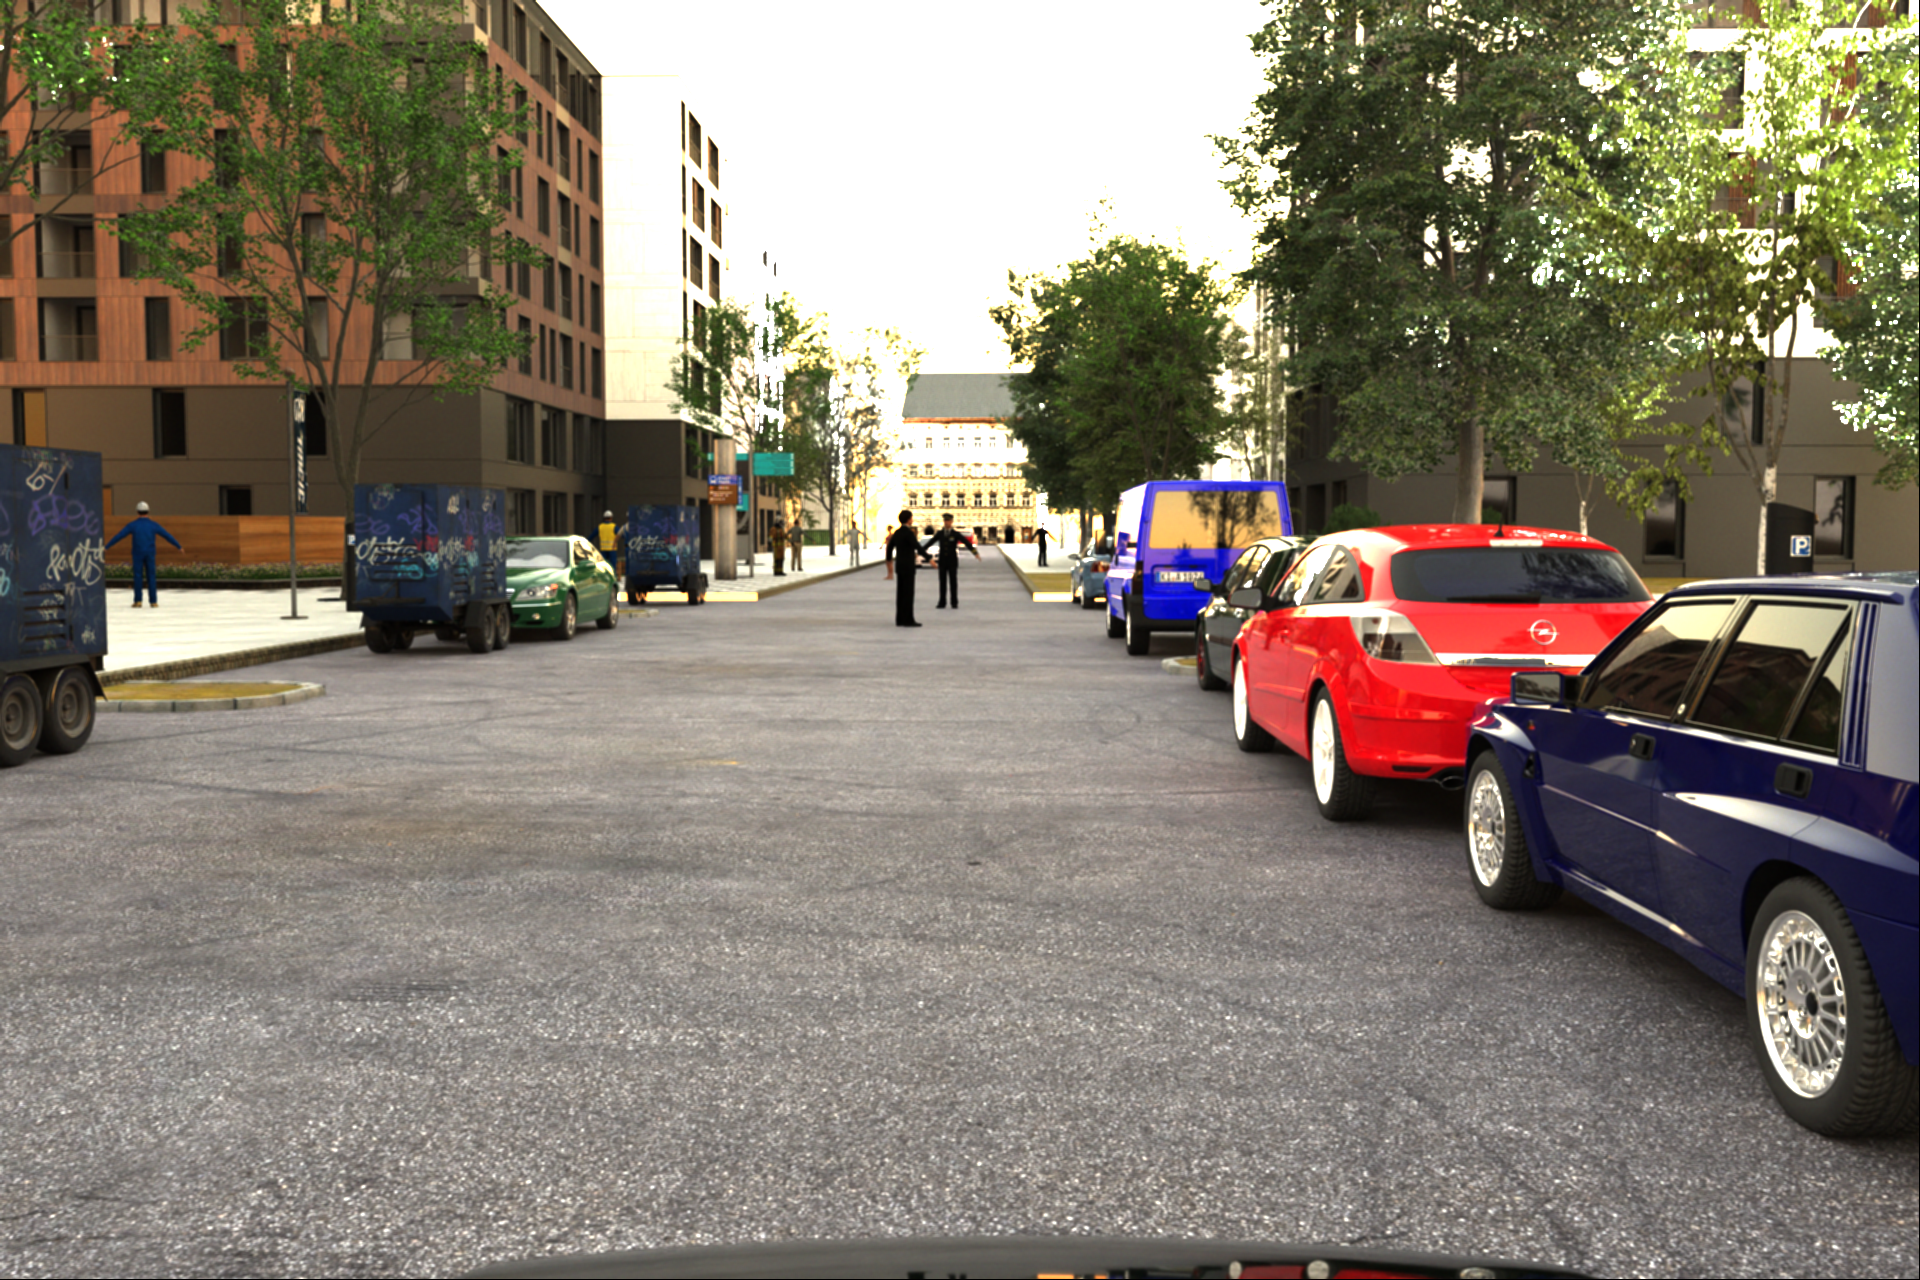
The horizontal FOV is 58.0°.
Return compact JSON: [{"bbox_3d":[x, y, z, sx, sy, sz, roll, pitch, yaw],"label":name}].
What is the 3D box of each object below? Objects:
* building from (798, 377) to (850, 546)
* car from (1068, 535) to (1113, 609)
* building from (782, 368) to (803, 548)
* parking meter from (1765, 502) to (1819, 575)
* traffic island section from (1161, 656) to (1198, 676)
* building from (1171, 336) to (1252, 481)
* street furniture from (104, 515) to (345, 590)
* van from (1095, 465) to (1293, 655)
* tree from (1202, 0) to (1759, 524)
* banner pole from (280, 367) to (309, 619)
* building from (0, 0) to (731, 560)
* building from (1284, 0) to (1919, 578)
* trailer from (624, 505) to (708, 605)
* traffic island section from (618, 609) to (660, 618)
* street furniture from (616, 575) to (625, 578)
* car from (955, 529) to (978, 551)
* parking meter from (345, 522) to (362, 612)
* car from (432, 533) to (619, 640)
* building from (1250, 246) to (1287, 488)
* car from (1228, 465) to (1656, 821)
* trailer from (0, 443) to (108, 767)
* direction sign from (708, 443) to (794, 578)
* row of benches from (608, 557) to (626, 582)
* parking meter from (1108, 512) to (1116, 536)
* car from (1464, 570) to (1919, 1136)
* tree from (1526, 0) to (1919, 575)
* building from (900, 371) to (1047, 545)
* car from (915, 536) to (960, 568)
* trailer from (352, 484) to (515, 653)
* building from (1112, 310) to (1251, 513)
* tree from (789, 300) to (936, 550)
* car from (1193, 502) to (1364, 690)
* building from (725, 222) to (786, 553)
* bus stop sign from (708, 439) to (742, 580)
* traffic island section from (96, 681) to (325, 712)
[{"bbox_3d":[-22.431,-20.684,204.641,16.747,18.905,31.486,0,3,0],"label":"building"},{"bbox_3d":[3.194,-1.374,34.471,2.014,1.417,4.499,0,4,0],"label":"car"},{"bbox_3d":[-25.423,-20.601,167.752,19.493,23.208,18.063,0,3,0],"label":"building"},{"bbox_3d":[6.612,-0.330,13.807,0.372,1.533,0.369,0,3,0],"label":"parking meter"},{"bbox_3d":[3.150,0.284,18.217,1.991,0.108,1.994,0,4,1],"label":"traffic island section"},{"bbox_3d":[25.201,-18.838,164.425,16.016,20.090,11.380,0,4,1],"label":"building"},{"bbox_3d":[-18.061,-2.182,42.538,11.010,1.723,9.812,1,4,17],"label":"street furniture"},{"bbox_3d":[2.940,-1.085,22.127,2.240,2.365,5.245,0,4,0],"label":"van"},{"bbox_3d":[9.167,-7.601,30.939,9.857,13.997,8.962,0,3,0],"label":"tree"},{"bbox_3d":[-10.086,-2.223,26.363,0.401,3.779,0.863,0,4,0],"label":"banner pole"},{"bbox_3d":[-26.474,-14.166,75.589,27.936,21.610,32.646,0,4,2],"label":"building"},{"bbox_3d":[26.049,-13.583,66.064,27.936,21.610,32.646,0,4,1],"label":"building"},{"bbox_3d":[-5.972,-1.678,34.485,1.471,1.999,3.904,0,4,1],"label":"trailer"},{"bbox_3d":[-6.339,-0.454,30.297,1.991,0.108,1.994,0,4,1],"label":"traffic island section"},{"bbox_3d":[-13.140,-2.289,53.046,10.072,0.657,5.734,0,4,-7],"label":"street furniture"},{"bbox_3d":[0.190,-7.263,127.423,2.281,1.827,5.304,0,4,0],"label":"car"},{"bbox_3d":[-9.999,-1.243,28.731,0.372,1.533,0.369,0,3,0],"label":"parking meter"},{"bbox_3d":[-6.142,-0.798,24.845,2.131,1.459,4.920,0,4,0],"label":"car"},{"bbox_3d":[27.316,-14.205,98.702,16.747,18.905,31.486,0,4,1],"label":"building"},{"bbox_3d":[2.716,-0.067,10.134,2.155,1.783,4.494,0,4,1],"label":"car"},{"bbox_3d":[-6.507,-0.195,10.236,1.471,1.999,3.904,0,4,1],"label":"trailer"},{"bbox_3d":[-6.126,-3.830,51.375,2.525,3.948,1.411,0,3,0],"label":"direction sign"},{"bbox_3d":[-9.640,-1.900,46.530,1.422,0.672,4.104,2,4,26],"label":"row of benches"},{"bbox_3d":[4.048,-2.404,45.021,0.399,1.863,0.255,0,4,0],"label":"parking meter"},{"bbox_3d":[2.869,0.435,5.465,1.945,1.354,3.894,0,3,0],"label":"car"},{"bbox_3d":[8.798,-4.208,19.159,4.737,8.622,4.395,0,3,0],"label":"tree"},{"bbox_3d":[2.199,-24.470,233.470,18.063,23.208,19.493,0,4,6],"label":"building"},{"bbox_3d":[-1.027,-3.755,73.760,2.083,1.381,4.827,0,4,1],"label":"car"},{"bbox_3d":[-6.375,-0.817,20.402,1.471,1.999,3.904,0,4,1],"label":"trailer"},{"bbox_3d":[24.610,-21.136,176.494,19.493,23.208,18.063,0,4,1],"label":"building"},{"bbox_3d":[-8.717,-17.440,141.029,12.611,20.169,13.585,0,3,0],"label":"tree"},{"bbox_3d":[3.051,-0.300,14.685,2.009,1.686,4.222,0,4,0],"label":"car"},{"bbox_3d":[-27.357,-16.402,112.146,27.936,21.610,32.646,0,4,2],"label":"building"},{"bbox_3d":[-6.555,-3.631,48.386,0.837,3.901,0.837,0,4,1],"label":"bus stop sign"},{"bbox_3d":[-6.639,0.486,14.921,1.991,0.108,1.994,0,4,1],"label":"traffic island section"}]
